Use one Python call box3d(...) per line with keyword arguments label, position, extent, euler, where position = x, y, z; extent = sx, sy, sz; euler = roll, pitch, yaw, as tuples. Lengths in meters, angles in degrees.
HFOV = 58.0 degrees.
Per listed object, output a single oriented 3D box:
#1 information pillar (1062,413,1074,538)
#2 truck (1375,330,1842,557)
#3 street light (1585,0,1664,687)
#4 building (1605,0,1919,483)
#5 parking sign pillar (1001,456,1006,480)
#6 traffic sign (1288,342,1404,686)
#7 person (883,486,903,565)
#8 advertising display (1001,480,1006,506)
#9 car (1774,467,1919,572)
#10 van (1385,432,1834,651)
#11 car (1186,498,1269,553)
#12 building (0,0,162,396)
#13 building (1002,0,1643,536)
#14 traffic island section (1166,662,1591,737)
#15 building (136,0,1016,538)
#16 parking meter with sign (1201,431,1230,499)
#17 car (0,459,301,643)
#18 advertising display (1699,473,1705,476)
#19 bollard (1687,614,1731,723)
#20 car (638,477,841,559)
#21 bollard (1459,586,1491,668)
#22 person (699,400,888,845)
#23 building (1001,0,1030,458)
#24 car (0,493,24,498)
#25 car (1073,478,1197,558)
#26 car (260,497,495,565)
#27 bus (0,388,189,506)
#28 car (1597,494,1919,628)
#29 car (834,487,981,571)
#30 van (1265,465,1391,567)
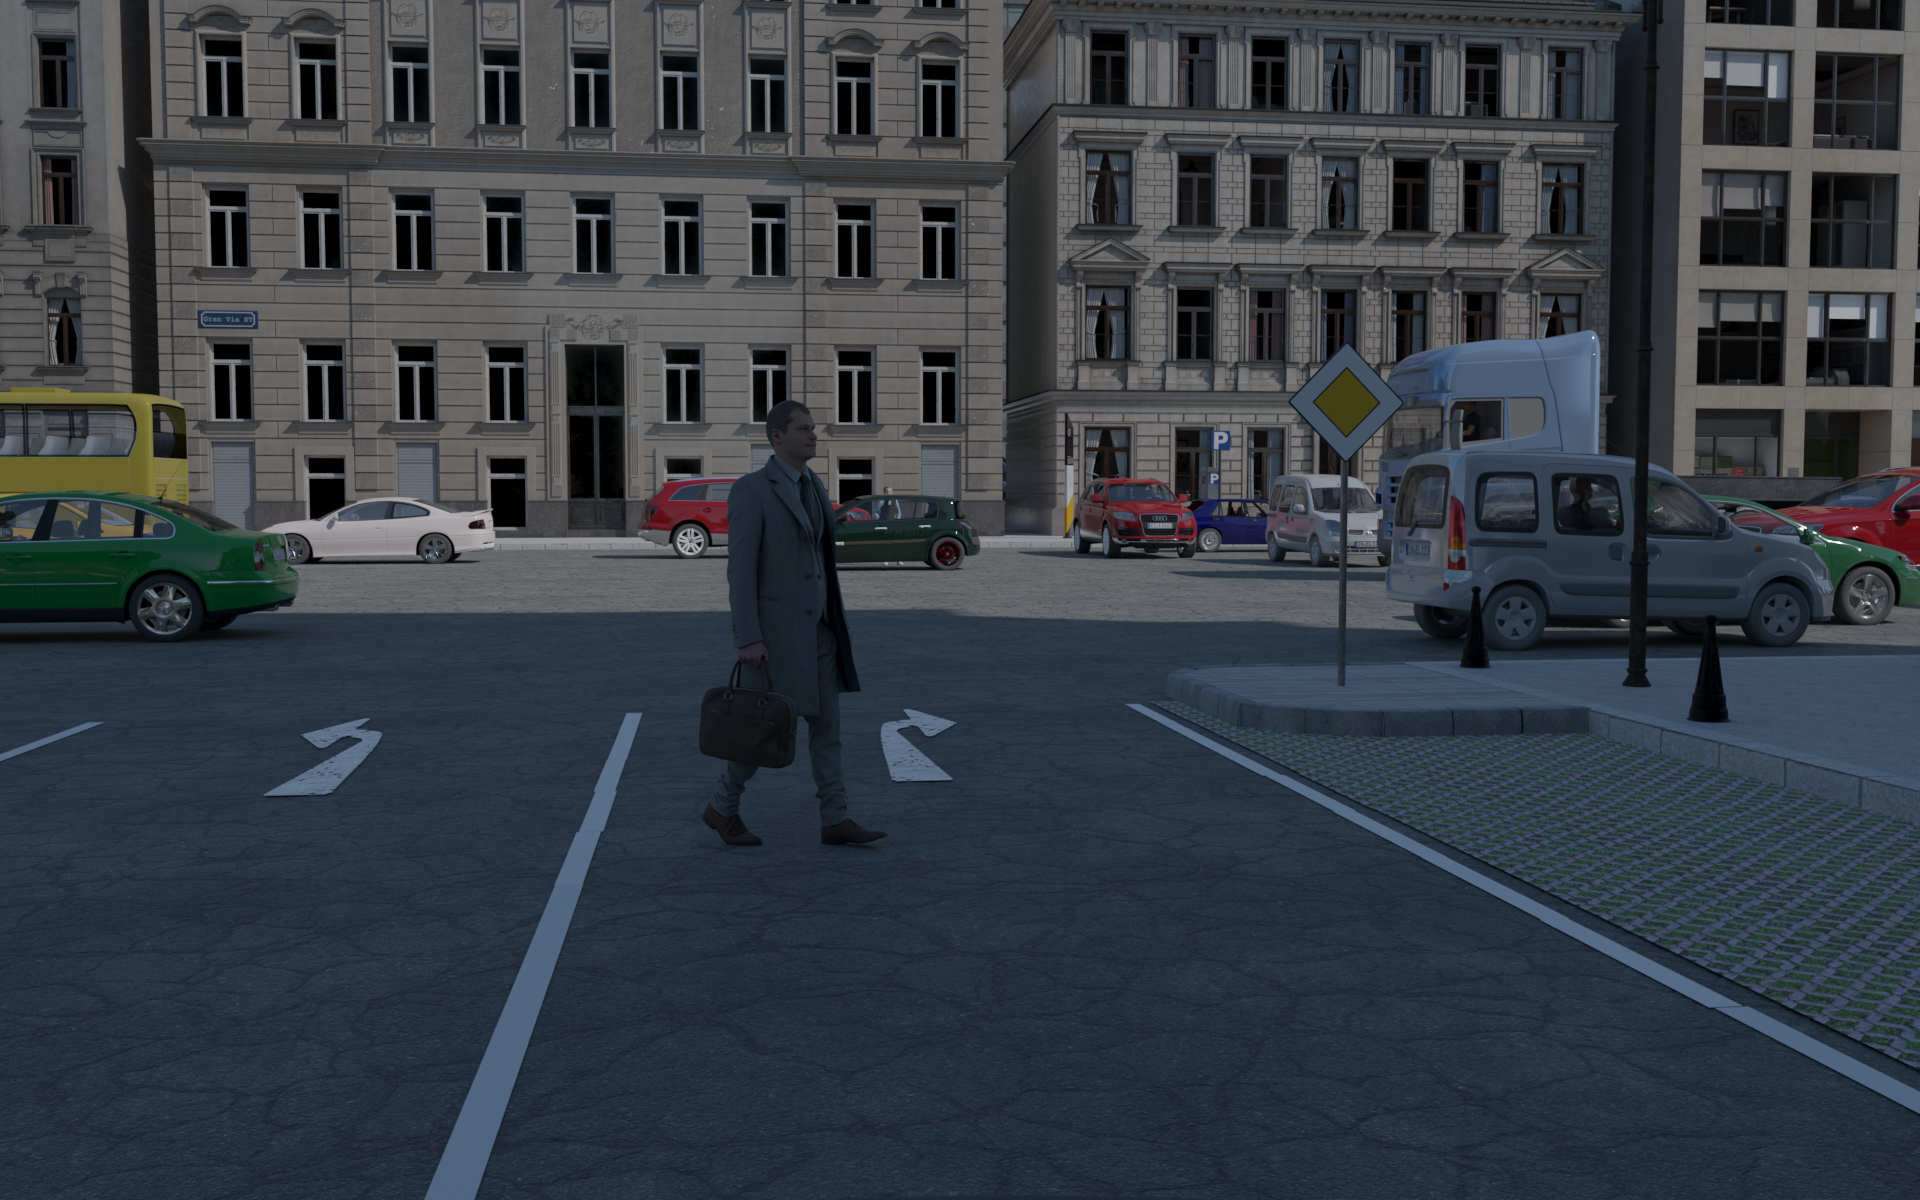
box3d(label="information pillar", position=(3.151, -3.598, 50.174), extent=(0.183, 3.616, 0.504), euler=(2, 4, 26))
box3d(label="truck", position=(15.960, -2.478, 30.275), extent=(18.799, 4.110, 2.967), euler=(-1, 4, -8))
box3d(label="street light", position=(4.524, -2.362, 11.400), extent=(0.468, 5.910, 1.993), euler=(0, 4, -8))
box3d(label="building", position=(37.785, -15.947, 65.256), extent=(34.151, 26.468, 19.350), euler=(0, 4, -8))
box3d(label="parking sign pillar", position=(2.274, -6.817, 99.929), extent=(1.447, 3.967, 1.447), euler=(2, 4, 30))
box3d(label="traffic sign", position=(2.551, -0.482, 11.529), extent=(0.795, 2.450, 0.064), euler=(0, 4, -8))
box3d(label="person", position=(-1.444, -1.505, 34.916), extent=(0.589, 1.601, 0.330), euler=(0, 4, -6))
box3d(label="advertising display", position=(1.858, -4.578, 80.060), extent=(0.974, 1.923, 0.123), euler=(-2, 4, -34))
box3d(label="car", position=(13.042, -0.922, 23.754), extent=(5.304, 1.827, 2.281), euler=(-1, 4, -9))
box3d(label="van", position=(6.283, -0.595, 16.740), extent=(4.112, 2.044, 2.013), euler=(-1, 4, -9))
box3d(label="car", position=(7.257, -1.880, 43.310), extent=(3.894, 1.354, 1.945), euler=(-1, 4, -9))
box3d(label="building", position=(-32.799, -12.338, 50.875), extent=(18.267, 20.994, 9.793), euler=(0, 4, -8))
box3d(label="building", position=(11.151, -11.842, 58.237), extent=(19.286, 19.102, 10.561), euler=(0, 4, -8))
box3d(label="traffic island section", position=(2.573, 0.653, 11.609), extent=(2.009, 0.180, 2.903), euler=(0, 4, -8))
box3d(label="building", position=(-11.433, -15.796, 55.530), extent=(25.104, 27.353, 12.463), euler=(0, 4, -8))
box3d(label="parking meter with sign", position=(7.060, -3.196, 48.508), extent=(0.543, 3.016, 1.738), euler=(0, 4, -6))
box3d(label="car", position=(-9.128, -0.518, 17.264), extent=(4.718, 1.807, 1.959), euler=(-1, 4, -10))
box3d(label="advertising display", position=(22.875, -2.952, 53.476), extent=(0.123, 1.923, 0.974), euler=(1, 4, 20))
box3d(label="bollard", position=(4.244, 0.382, 9.802), extent=(0.229, 0.601, 0.229), euler=(0, 3, 0))
box3d(label="car", position=(-4.614, -1.871, 39.265), extent=(5.304, 1.827, 2.281), euler=(-1, 4, -10))
box3d(label="bollard", position=(3.821, 0.196, 12.832), extent=(0.229, 0.601, 0.229), euler=(0, 3, 0))
box3d(label="person", position=(-0.679, 0.096, 7.031), extent=(0.767, 1.812, 0.694), euler=(2, 4, 31))
box3d(label="building", position=(-1.285, -27.440, 132.242), extent=(14.154, 41.232, 14.086), euler=(0, 4, -8))
box3d(label="car", position=(-14.154, -1.045, 27.307), extent=(3.980, 1.641, 2.015), euler=(-1, 4, -9))
box3d(label="car", position=(4.014, -1.943, 40.439), extent=(2.281, 1.827, 5.304), euler=(0, 4, -8))
box3d(label="car", position=(-12.190, -1.453, 36.122), extent=(4.827, 1.381, 2.083), euler=(-1, 4, -8))
box3d(label="bus", position=(-23.158, -2.766, 36.775), extent=(12.252, 3.916, 2.896), euler=(0, 4, -7))
box3d(label="car", position=(8.334, -0.471, 19.502), extent=(4.920, 1.459, 2.131), euler=(-1, 4, -8))
box3d(label="car", position=(-1.711, -1.415, 32.923), extent=(4.222, 1.686, 2.009), euler=(-1, 4, -9))
box3d(label="van", position=(7.599, -1.739, 35.445), extent=(2.013, 2.044, 4.112), euler=(0, 4, -8))
